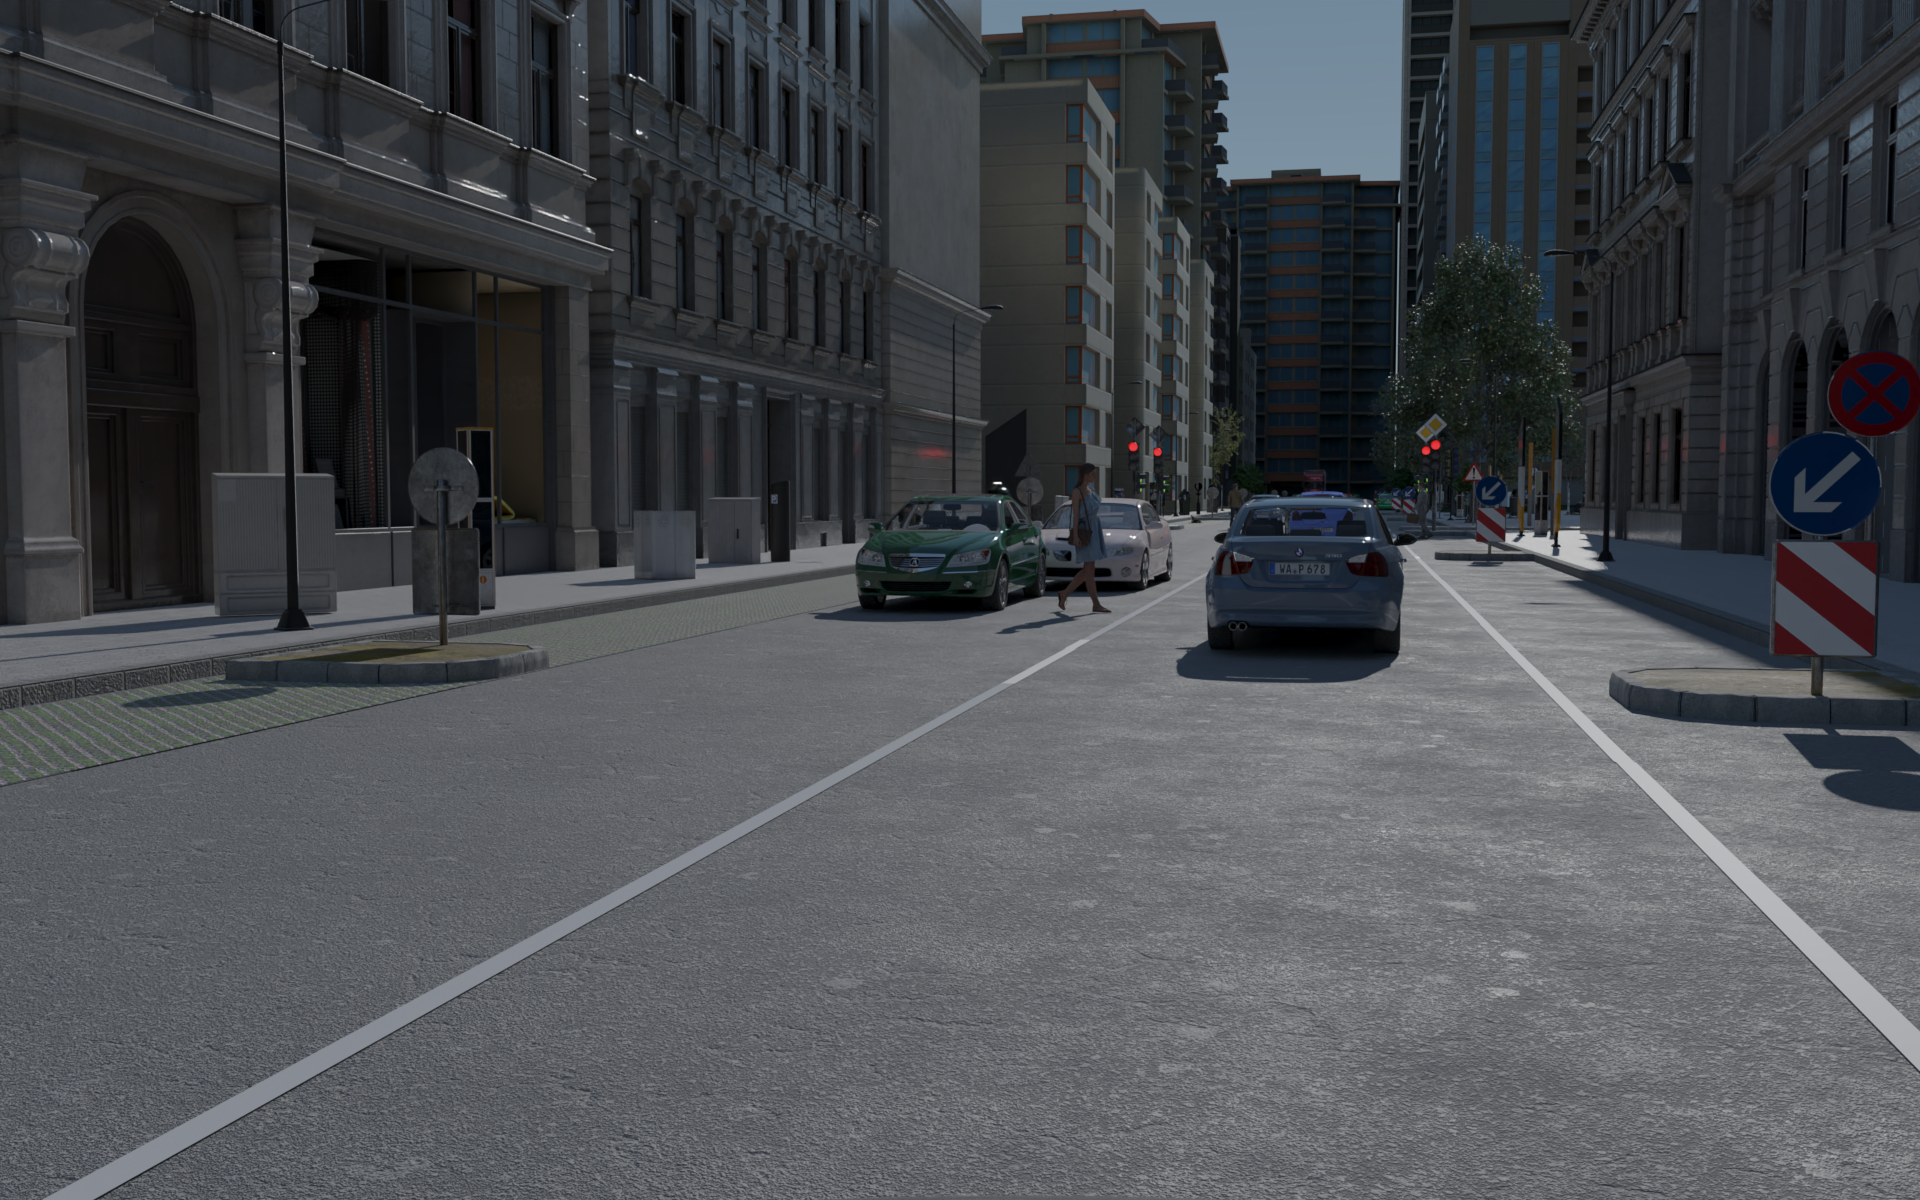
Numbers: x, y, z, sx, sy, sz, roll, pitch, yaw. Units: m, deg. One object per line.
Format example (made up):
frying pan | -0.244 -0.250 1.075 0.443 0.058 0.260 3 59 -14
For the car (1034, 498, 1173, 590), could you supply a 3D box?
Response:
car | 2.251 -0.923 27.451 2.083 1.381 4.827 1 4 14

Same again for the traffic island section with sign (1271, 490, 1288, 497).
traffic island section with sign | 30.880 -9.854 169.732 1.989 1.847 2.006 1 4 13

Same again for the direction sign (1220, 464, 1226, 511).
direction sign | 19.791 -8.467 130.436 0.379 3.537 0.876 -1 4 -19

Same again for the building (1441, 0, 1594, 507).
building | 49.848 -30.621 150.760 14.600 45.320 14.200 1 4 13

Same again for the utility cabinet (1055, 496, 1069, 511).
utility cabinet | 3.510 -2.958 59.531 0.306 1.237 1.020 1 4 15

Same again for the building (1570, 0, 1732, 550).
building | 23.058 -11.140 46.765 10.561 19.102 19.286 1 4 13

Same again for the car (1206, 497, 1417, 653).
car | 3.455 -0.308 17.034 2.014 1.417 4.499 1 4 14

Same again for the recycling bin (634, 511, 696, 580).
recycling bin | -4.476 -0.838 26.250 0.722 1.027 0.722 -2 4 -35

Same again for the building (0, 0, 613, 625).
building | -14.855 -9.766 10.579 10.553 20.767 40.483 1 4 13

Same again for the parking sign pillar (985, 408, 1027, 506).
parking sign pillar | 1.447 -4.048 54.664 1.447 3.967 1.447 0 4 1

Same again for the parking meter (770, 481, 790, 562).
parking meter | -3.407 -1.494 32.831 0.372 1.533 0.369 0 3 0

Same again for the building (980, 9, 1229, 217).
building | 13.238 -30.989 161.293 22.147 44.769 28.867 1 4 13

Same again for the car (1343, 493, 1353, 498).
car | 25.348 -6.481 115.001 2.155 1.783 4.494 1 4 14

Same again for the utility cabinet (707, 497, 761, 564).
utility cabinet | -4.176 -1.273 31.981 1.020 1.237 0.306 2 4 30

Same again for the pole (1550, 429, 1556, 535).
pole | 18.667 -3.703 54.391 0.158 3.312 0.155 0 3 0

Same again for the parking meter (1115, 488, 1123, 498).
parking meter | 6.732 -3.971 73.341 0.372 1.533 0.369 0 3 0

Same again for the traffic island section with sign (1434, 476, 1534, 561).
traffic island section with sign | 11.483 -1.799 38.036 1.989 1.847 2.006 1 4 13

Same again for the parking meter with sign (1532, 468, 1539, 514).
parking meter with sign | 37.353 -7.128 112.810 0.543 3.016 1.738 1 4 20

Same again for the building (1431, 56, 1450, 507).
building | 58.826 -33.767 171.702 23.786 49.044 30.456 1 4 13

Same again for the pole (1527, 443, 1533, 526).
pole | 22.678 -4.590 68.889 0.158 3.312 0.155 0 3 0

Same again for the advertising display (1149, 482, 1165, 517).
advertising display | 10.643 -5.401 93.525 0.974 1.923 0.123 3 5 43

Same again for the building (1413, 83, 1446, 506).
building | 63.345 -35.085 197.343 21.300 48.544 21.600 1 4 13

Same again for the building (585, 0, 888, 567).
building | -8.599 -11.635 39.390 9.793 20.994 18.267 1 4 13

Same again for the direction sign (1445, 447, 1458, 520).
direction sign | 23.864 -5.636 84.139 0.876 3.537 0.379 -2 4 -32

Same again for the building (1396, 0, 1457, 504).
building | 69.388 -48.508 231.359 20.611 71.187 20.563 1 4 13

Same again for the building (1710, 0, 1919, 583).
building | 19.716 -11.184 24.663 13.314 21.916 24.055 1 4 13

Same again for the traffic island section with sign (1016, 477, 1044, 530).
traffic island section with sign | 1.605 -1.959 40.651 1.989 1.847 2.006 1 4 13

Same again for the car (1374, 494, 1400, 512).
car | 32.224 -7.445 130.516 1.959 1.807 4.718 1 4 13

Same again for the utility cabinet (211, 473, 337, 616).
utility cabinet | -7.248 -0.590 18.332 1.173 1.500 0.318 -2 4 -33

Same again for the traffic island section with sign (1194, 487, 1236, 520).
traffic island section with sign | 13.836 -5.257 94.583 1.989 1.847 2.006 1 4 13

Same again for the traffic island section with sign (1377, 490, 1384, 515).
traffic island section with sign | 29.897 -6.765 119.227 1.989 1.847 2.006 1 4 13

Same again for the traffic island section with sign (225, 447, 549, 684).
traffic island section with sign | -4.446 -0.326 13.956 1.989 1.847 2.006 1 4 13

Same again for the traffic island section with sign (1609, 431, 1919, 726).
traffic island section with sign | 5.534 -0.191 11.743 1.989 1.847 2.006 1 4 13

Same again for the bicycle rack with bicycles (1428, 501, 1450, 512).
bicycle rack with bicycles | 35.410 -6.965 127.255 2.925 0.926 2.852 0 4 -4

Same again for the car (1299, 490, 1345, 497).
car | 9.579 -2.220 45.887 1.945 1.707 3.694 1 4 11

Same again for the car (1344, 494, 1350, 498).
car | 20.719 -5.094 95.083 2.131 1.459 4.920 1 4 13

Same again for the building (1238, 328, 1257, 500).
building | 19.865 -22.095 206.300 28.899 21.520 27.650 1 4 13

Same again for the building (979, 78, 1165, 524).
building | -5.004 -14.943 89.352 27.650 21.520 28.899 1 4 13

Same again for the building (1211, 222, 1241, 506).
building | 21.848 -25.081 181.775 14.160 30.474 14.107 1 4 13

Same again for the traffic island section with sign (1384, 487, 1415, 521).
traffic island section with sign | 23.877 -5.141 92.680 1.989 1.847 2.006 1 4 13

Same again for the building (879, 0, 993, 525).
building | -16.868 -14.572 57.344 34.723 24.649 14.460 1 4 13

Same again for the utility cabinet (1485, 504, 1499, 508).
utility cabinet | 31.451 -5.726 102.298 0.318 1.500 1.173 3 5 42

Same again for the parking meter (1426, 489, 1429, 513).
parking meter | 32.414 -7.029 120.627 0.399 1.863 0.255 2 4 33

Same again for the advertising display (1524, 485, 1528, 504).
advertising display | 40.153 -7.127 121.742 0.974 1.923 0.123 2 4 35

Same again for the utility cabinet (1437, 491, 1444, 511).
utility cabinet | 36.764 -7.587 132.724 0.318 1.500 1.173 2 4 32

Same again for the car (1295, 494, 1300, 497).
car | 10.939 -2.543 53.375 2.131 1.459 4.920 1 4 11

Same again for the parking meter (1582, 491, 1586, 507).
parking meter | 45.136 -7.139 125.125 0.372 1.533 0.369 0 3 0

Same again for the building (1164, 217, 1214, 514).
building | 3.234 -17.138 125.252 27.650 21.520 28.899 1 4 13

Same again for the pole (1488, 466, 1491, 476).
pole | 37.489 -7.879 122.662 0.158 3.312 0.155 0 3 0

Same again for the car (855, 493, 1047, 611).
car | -0.025 -0.680 22.920 2.131 1.459 4.920 1 4 12

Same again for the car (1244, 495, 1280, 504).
car | 13.880 -4.076 78.651 2.014 1.417 4.499 1 4 14

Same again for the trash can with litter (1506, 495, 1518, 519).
trash can with litter | 28.692 -4.888 90.984 2.233 1.210 1.678 0 4 -5

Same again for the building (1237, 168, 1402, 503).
building | 44.980 -35.582 236.385 28.867 44.769 22.147 1 4 13

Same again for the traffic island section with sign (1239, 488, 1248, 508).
traffic island section with sign | 19.830 -6.876 121.043 1.989 1.847 2.006 1 4 13

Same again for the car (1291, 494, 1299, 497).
car | 32.367 -9.391 165.335 2.131 1.459 4.920 1 4 14

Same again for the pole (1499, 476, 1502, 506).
pole | 39.015 -8.023 125.018 0.158 3.312 0.155 0 3 0
